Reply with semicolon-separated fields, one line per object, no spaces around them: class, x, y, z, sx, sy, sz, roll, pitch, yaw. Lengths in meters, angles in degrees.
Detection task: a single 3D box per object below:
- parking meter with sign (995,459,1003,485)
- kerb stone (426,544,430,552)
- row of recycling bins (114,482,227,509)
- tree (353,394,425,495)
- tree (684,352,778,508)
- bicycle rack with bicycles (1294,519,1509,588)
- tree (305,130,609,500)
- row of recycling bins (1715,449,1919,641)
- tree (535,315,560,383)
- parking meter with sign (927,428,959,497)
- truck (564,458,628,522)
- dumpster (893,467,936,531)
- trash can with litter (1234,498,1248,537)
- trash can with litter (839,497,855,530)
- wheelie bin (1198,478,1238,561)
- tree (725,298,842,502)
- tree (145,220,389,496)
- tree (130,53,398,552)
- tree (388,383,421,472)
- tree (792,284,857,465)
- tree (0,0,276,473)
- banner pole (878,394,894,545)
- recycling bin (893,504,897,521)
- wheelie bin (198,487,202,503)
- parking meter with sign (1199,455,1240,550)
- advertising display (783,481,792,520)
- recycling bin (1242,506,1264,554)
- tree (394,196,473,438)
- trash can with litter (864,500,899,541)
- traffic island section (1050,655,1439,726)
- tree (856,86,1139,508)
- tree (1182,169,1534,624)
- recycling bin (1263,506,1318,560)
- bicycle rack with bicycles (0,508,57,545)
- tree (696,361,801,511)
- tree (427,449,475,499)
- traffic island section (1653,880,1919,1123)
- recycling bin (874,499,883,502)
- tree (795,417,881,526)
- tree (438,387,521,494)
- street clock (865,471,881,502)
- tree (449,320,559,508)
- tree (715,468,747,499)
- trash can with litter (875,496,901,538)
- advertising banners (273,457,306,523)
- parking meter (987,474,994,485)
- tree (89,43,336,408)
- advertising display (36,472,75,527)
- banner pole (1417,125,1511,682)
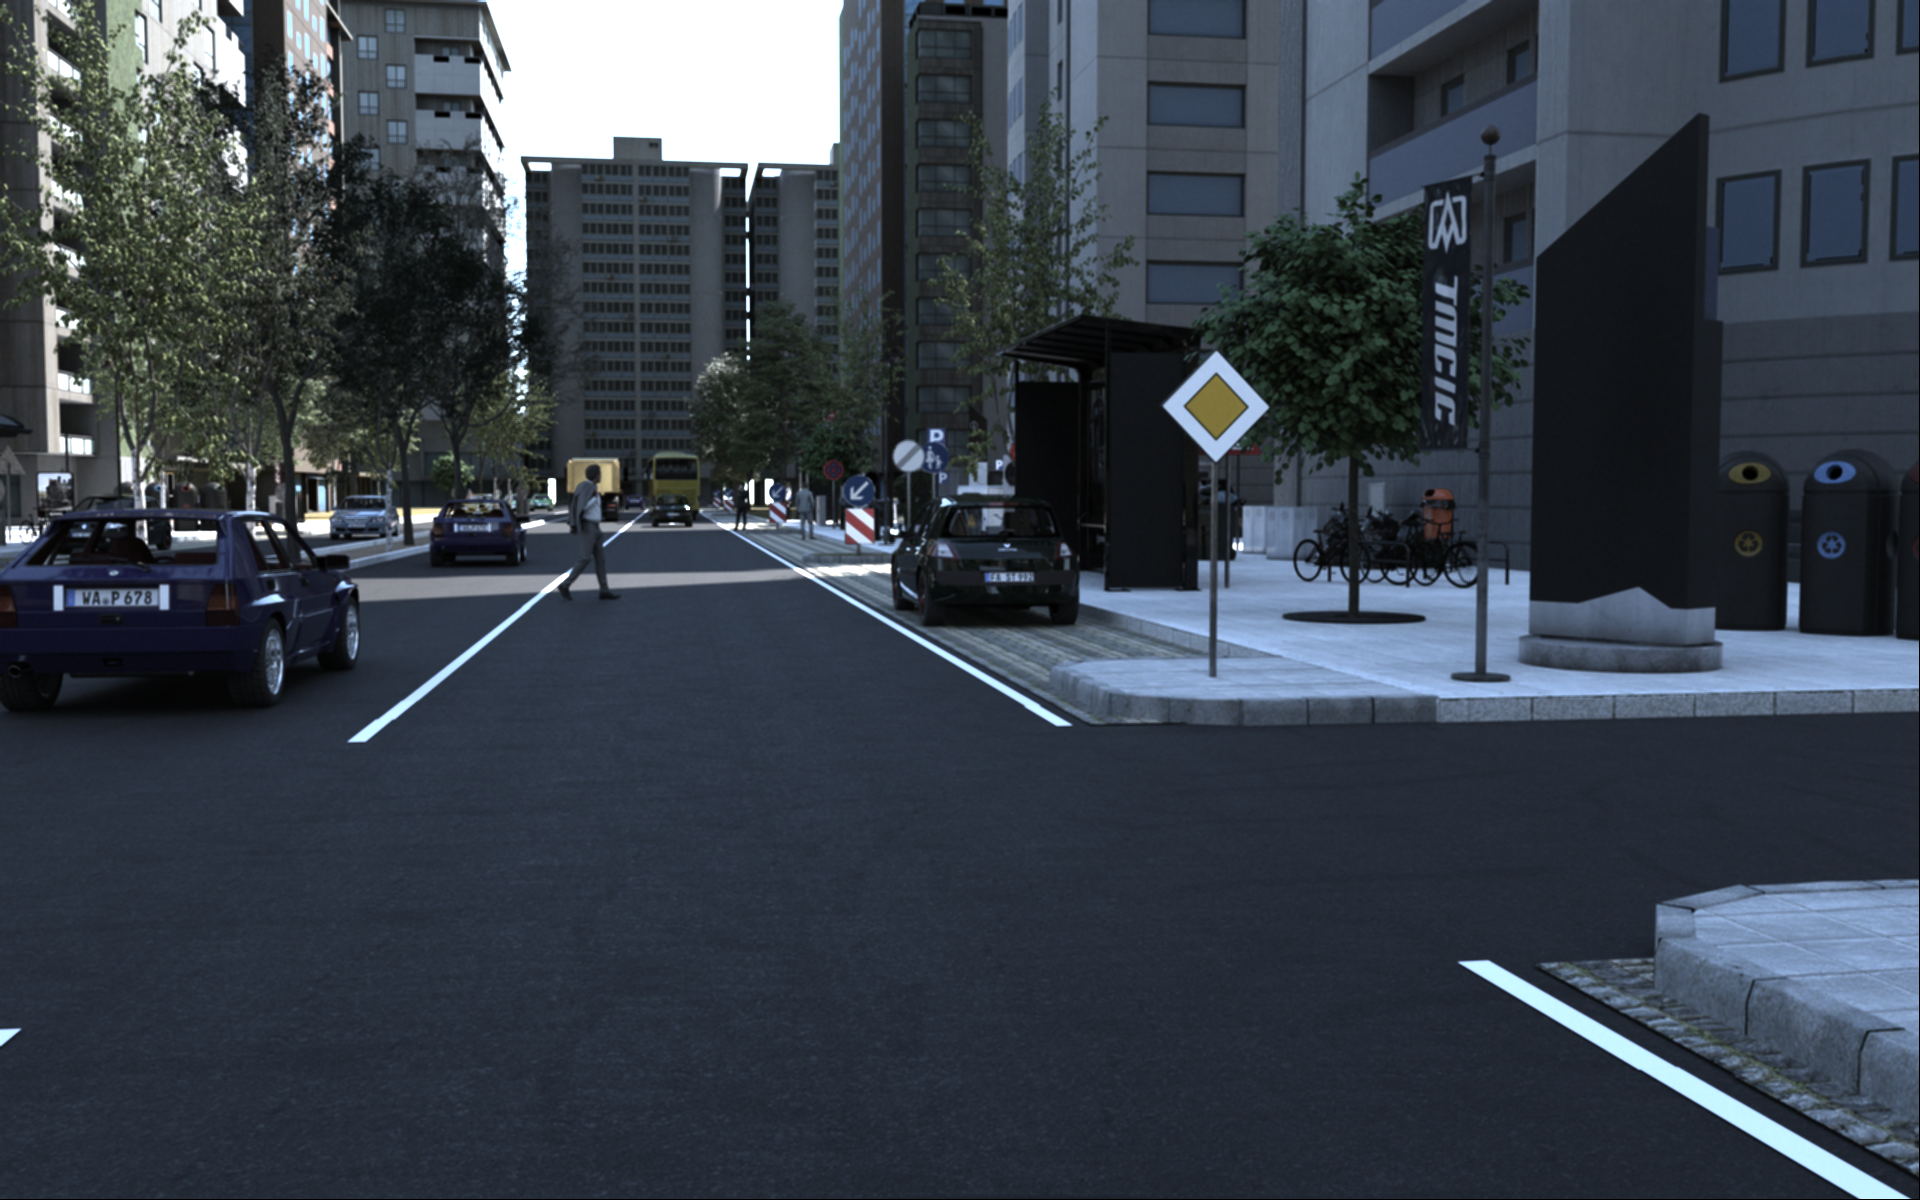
parking meter with sign;2.501;-5.610;87.991;0.543;3.016;1.738;3;4;37
kerb stone;-13.283;-1.262;42.958;0.120;0.150;1.000;-1;4;-10
row of recycling bins;-26.869;-3.171;58.967;3.534;1.692;1.069;-3;4;-37
tree;-33.672;-9.204;100.851;4.737;8.622;4.395;0;3;0
tree;-20.043;-15.163;154.567;9.857;13.997;8.962;0;3;0
bicycle rack with bicycles;6.535;-0.696;24.754;2.852;0.926;2.925;-2;4;-24
tree;-16.947;-8.889;58.155;12.009;13.543;11.850;0;3;0
row of recycling bins;8.418;-0.520;15.614;1.069;1.692;3.534;-3;5;-41
tree;-15.343;-6.806;48.147;8.767;10.594;7.601;-1;4;-10
parking meter with sign;-0.310;-3.076;46.550;0.543;3.016;1.738;1;4;21
truck;-19.478;-5.905;92.469;3.469;3.379;9.791;-1;4;-11
dumpster;-1.303;-3.127;53.627;1.502;2.255;1.985;-1;4;-9
trash can with litter;8.023;-2.428;51.085;0.624;1.170;1.055;-2;4;-26
trash can with litter;-3.992;-3.102;62.101;0.624;1.170;1.055;-1;4;-14
wheelie bin;4.954;-1.569;33.563;0.980;1.594;0.693;3;5;43
tree;-10.154;-11.187;101.041;7.486;12.596;7.792;0;3;0
tree;-28.834;-9.265;69.612;7.486;12.596;7.792;0;3;0
tree;-11.906;-4.657;28.964;4.360;8.622;3.978;0;3;0
tree;-33.081;-10.697;93.020;7.486;12.596;7.792;0;3;0
tree;-3.524;-6.682;59.614;4.737;8.622;4.395;0;3;0
tree;-11.325;-4.334;23.687;4.737;8.622;4.395;0;3;0
banner pole;-1.859;-3.250;43.149;0.401;3.779;0.863;0;4;0
recycling bin;-3.310;-4.350;83.675;0.722;1.027;0.722;2;4;27
wheelie bin;-33.529;-4.241;77.246;0.980;1.594;0.693;-2;4;-29
parking meter with sign;5.559;-2.656;39.683;1.738;3.016;0.543;0;4;-5
advertising display;-8.409;-4.844;84.406;0.123;1.923;0.974;1;4;13
recycling bin;6.569;-1.510;37.249;0.722;1.027;0.722;-2;4;-33
tree;-13.996;-5.472;42.279;4.360;8.622;3.978;0;3;0
trash can with litter;-2.179;-2.213;47.576;1.055;1.170;0.624;1;4;20
traffic island section;1.793;0.618;12.170;2.009;0.180;2.903;-1;4;-10
tree;1.203;-5.009;32.257;4.737;8.622;4.395;0;3;0
tree;4.025;-2.082;17.760;4.285;4.588;4.351;0;3;0
recycling bin;6.493;-1.304;33.881;0.722;1.027;0.722;-2;4;-34
bicycle rack with bicycles;-24.336;-1.890;44.292;2.852;0.926;2.925;0;4;-7
tree;-15.922;-12.576;131.365;9.928;11.665;9.643;0;3;0
tree;-37.033;-8.685;125.711;4.285;4.588;4.351;0;3;0
traffic island section;3.123;1.100;4.296;2.009;0.180;2.903;-1;4;-10
recycling bin;-3.675;-3.842;75.366;0.722;1.027;0.722;-1;4;-22
tree;-4.861;-5.235;69.311;4.285;4.588;4.351;0;3;0
tree;-42.415;-13.912;153.223;9.928;11.665;9.643;0;3;0
street clock;-2.791;-3.113;55.475;0.471;2.002;0.358;2;4;24
tree;-18.856;-7.323;72.544;4.737;8.622;4.395;0;3;0
tree;-21.483;-10.988;163.363;4.285;4.588;4.351;0;3;0
trash can with litter;-1.815;-2.401;50.311;2.233;1.210;1.678;-1;4;-20
advertising banners;-29.645;-4.915;76.545;2.074;3.025;0.090;2;4;31
parking meter;0.762;-2.701;49.876;0.399;1.863;0.255;2;4;34
tree;-13.405;-5.990;34.807;8.767;10.594;7.601;-1;4;-10
advertising display;-26.077;-2.737;49.958;0.974;1.923;0.123;-1;4;-12
banner pole;3.495;-1.349;12.080;0.401;3.779;0.863;-2;4;-28
